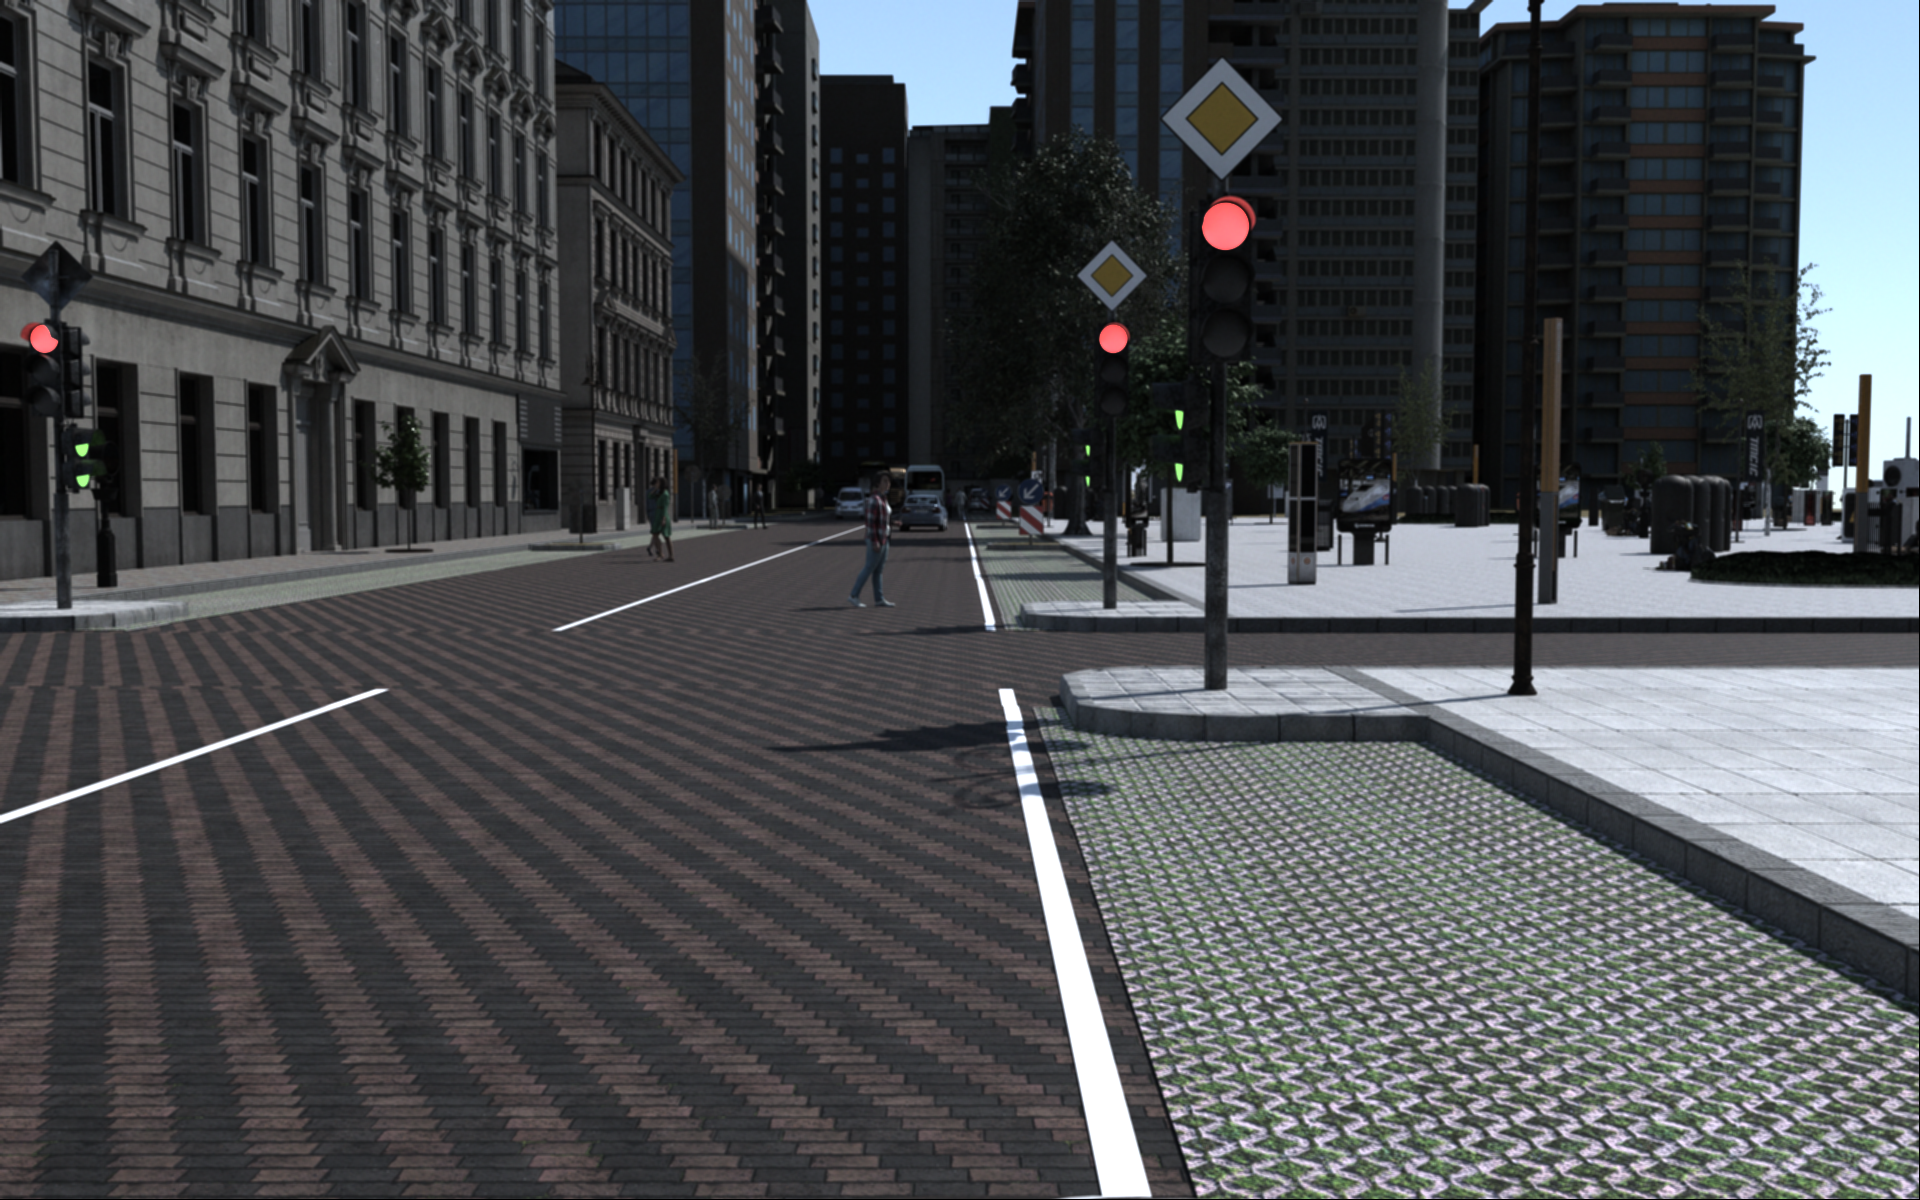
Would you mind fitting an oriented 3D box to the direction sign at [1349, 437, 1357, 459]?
[{"bbox_3d":[15.621,-4.703,68.895,0.379,3.537,0.876,2,4,33],"label":"direction sign"}]

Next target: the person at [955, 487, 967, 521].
[{"bbox_3d":[0.015,-5.037,90.952,0.635,1.810,0.391,-3,5,-42],"label":"person"}]

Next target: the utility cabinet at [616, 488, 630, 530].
[{"bbox_3d":[-11.951,-3.221,61.341,0.318,1.500,1.173,0,4,-1],"label":"utility cabinet"}]

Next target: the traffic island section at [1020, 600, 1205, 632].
[{"bbox_3d":[1.701,0.176,19.395,2.009,0.180,2.903,0,3,0],"label":"traffic island section"}]

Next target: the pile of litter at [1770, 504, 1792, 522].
[{"bbox_3d":[37.670,-3.975,78.962,1.176,0.858,1.719,0,4,2],"label":"pile of litter"}]

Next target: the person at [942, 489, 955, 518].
[{"bbox_3d":[-0.598,-5.715,102.616,1.217,1.739,0.721,-3,4,-38],"label":"person"}]

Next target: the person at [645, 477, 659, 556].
[{"bbox_3d":[-7.122,-1.944,40.307,0.581,1.822,0.654,3,4,38],"label":"person"}]

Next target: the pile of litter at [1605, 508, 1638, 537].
[{"bbox_3d":[20.318,-2.396,53.134,1.719,0.858,1.176,-3,4,-37],"label":"pile of litter"}]

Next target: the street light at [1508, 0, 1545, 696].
[{"bbox_3d":[3.608,-2.333,10.933,0.468,5.910,1.993,0,3,0],"label":"street light"}]

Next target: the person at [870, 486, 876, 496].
[{"bbox_3d":[-4.425,-4.904,88.661,0.573,1.828,0.580,-1,4,-22],"label":"person"}]

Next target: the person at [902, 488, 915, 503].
[{"bbox_3d":[-2.996,-5.896,104.879,0.705,1.826,1.348,-3,5,-43],"label":"person"}]

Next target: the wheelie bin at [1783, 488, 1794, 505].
[{"bbox_3d":[43.567,-5.073,90.848,0.693,1.594,0.980,0,4,7],"label":"wheelie bin"}]

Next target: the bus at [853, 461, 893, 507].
[{"bbox_3d":[-6.583,-8.641,132.833,2.896,3.916,12.252,0,4,-2],"label":"bus"}]

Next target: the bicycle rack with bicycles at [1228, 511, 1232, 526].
[{"bbox_3d":[9.723,-3.441,69.650,2.852,0.926,2.925,1,4,21],"label":"bicycle rack with bicycles"}]

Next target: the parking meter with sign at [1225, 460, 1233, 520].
[{"bbox_3d":[13.444,-5.571,87.345,0.543,3.016,1.738,0,4,-2],"label":"parking meter with sign"}]

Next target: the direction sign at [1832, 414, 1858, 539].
[{"bbox_3d":[25.104,-3.493,49.103,0.876,3.537,0.379,-1,4,-13],"label":"direction sign"}]

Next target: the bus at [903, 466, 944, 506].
[{"bbox_3d":[-2.457,-7.538,118.109,2.948,3.499,13.247,0,4,-1],"label":"bus"}]

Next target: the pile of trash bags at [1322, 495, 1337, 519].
[{"bbox_3d":[19.082,-4.862,89.241,1.912,1.369,3.447,-3,5,-40],"label":"pile of trash bags"}]

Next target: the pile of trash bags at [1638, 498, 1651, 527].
[{"bbox_3d":[27.687,-3.517,67.251,1.912,1.369,3.447,0,4,0],"label":"pile of trash bags"}]

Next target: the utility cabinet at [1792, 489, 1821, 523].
[{"bbox_3d":[37.636,-4.178,76.991,1.173,1.500,0.318,0,4,-7],"label":"utility cabinet"}]

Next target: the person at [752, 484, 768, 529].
[{"bbox_3d":[-8.192,-3.838,71.020,0.659,1.850,0.755,-3,5,-39],"label":"person"}]

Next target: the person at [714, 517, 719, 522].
[{"bbox_3d":[-10.513,-3.693,73.889,0.505,1.210,0.382,3,5,40],"label":"person"}]

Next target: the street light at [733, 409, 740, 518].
[{"bbox_3d":[-12.082,-7.405,93.865,0.468,5.910,1.993,0,3,0],"label":"street light"}]

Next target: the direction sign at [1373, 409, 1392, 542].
[{"bbox_3d":[11.274,-3.320,46.286,0.379,3.537,0.876,3,5,44],"label":"direction sign"}]

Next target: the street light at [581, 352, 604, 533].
[{"bbox_3d":[-11.991,-5.131,56.676,0.468,5.910,1.993,0,3,0],"label":"street light"}]

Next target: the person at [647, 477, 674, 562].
[{"bbox_3d":[-6.267,-1.702,36.574,0.529,1.795,0.600,-2,4,-32],"label":"person"}]

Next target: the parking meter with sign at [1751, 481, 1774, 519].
[{"bbox_3d":[41.177,-5.708,89.583,1.738,3.016,0.543,3,4,39],"label":"parking meter with sign"}]

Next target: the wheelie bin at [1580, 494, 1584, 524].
[{"bbox_3d":[26.623,-4.119,75.248,0.693,1.594,0.980,-1,4,-15],"label":"wheelie bin"}]

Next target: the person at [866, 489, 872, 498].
[{"bbox_3d":[-6.195,-6.707,118.696,0.750,1.759,0.617,-1,4,-16],"label":"person"}]

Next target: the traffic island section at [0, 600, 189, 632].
[{"bbox_3d":[-10.041,0.177,19.393,2.009,0.180,2.903,0,3,0],"label":"traffic island section"}]

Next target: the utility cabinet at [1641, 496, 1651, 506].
[{"bbox_3d":[27.689,-3.589,69.849,0.306,1.237,1.020,1,4,11],"label":"utility cabinet"}]

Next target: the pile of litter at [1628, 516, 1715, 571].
[{"bbox_3d":[12.345,-0.927,29.123,1.176,0.858,1.719,-1,4,-16],"label":"pile of litter"}]

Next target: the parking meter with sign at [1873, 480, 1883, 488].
[{"bbox_3d":[48.859,-5.850,91.905,1.738,3.016,0.543,2,4,33],"label":"parking meter with sign"}]

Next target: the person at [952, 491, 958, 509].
[{"bbox_3d":[-0.230,-9.569,164.962,0.705,1.824,1.348,3,5,42],"label":"person"}]

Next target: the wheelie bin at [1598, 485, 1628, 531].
[{"bbox_3d":[22.711,-3.207,60.348,0.980,1.594,0.693,0,4,0],"label":"wheelie bin"}]

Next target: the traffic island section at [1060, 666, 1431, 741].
[{"bbox_3d":[1.706,0.665,11.410,2.009,0.180,2.903,0,3,0],"label":"traffic island section"}]

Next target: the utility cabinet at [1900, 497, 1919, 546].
[{"bbox_3d":[22.045,-1.762,39.971,1.020,1.237,0.306,-3,4,-37],"label":"utility cabinet"}]

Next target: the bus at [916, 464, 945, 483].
[{"bbox_3d":[-2.692,-9.020,139.022,2.896,3.916,12.252,0,4,0],"label":"bus"}]

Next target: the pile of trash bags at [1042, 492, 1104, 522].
[{"bbox_3d":[5.505,-4.396,81.630,3.447,1.369,1.912,1,4,11],"label":"pile of trash bags"}]

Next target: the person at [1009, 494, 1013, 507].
[{"bbox_3d":[5.083,-10.284,176.267,0.705,1.869,1.348,3,4,37],"label":"person"}]

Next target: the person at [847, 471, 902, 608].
[{"bbox_3d":[-1.078,-0.772,21.957,0.643,1.720,0.563,1,4,11],"label":"person"}]

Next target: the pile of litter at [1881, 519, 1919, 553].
[{"bbox_3d":[20.436,-1.404,36.920,1.176,0.858,1.719,0,4,1],"label":"pile of litter"}]

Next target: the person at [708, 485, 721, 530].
[{"bbox_3d":[-9.871,-3.713,69.307,0.391,1.810,0.635,-3,4,-36],"label":"person"}]

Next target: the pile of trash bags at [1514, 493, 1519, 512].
[{"bbox_3d":[29.704,-4.925,90.268,1.912,1.369,3.447,2,4,35],"label":"pile of trash bags"}]

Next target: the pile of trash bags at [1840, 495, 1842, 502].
[{"bbox_3d":[34.555,-3.402,65.370,1.912,1.369,3.447,3,4,36],"label":"pile of trash bags"}]

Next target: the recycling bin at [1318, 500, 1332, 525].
[{"bbox_3d":[14.864,-3.600,71.410,0.722,1.027,0.722,0,4,-8],"label":"recycling bin"}]
